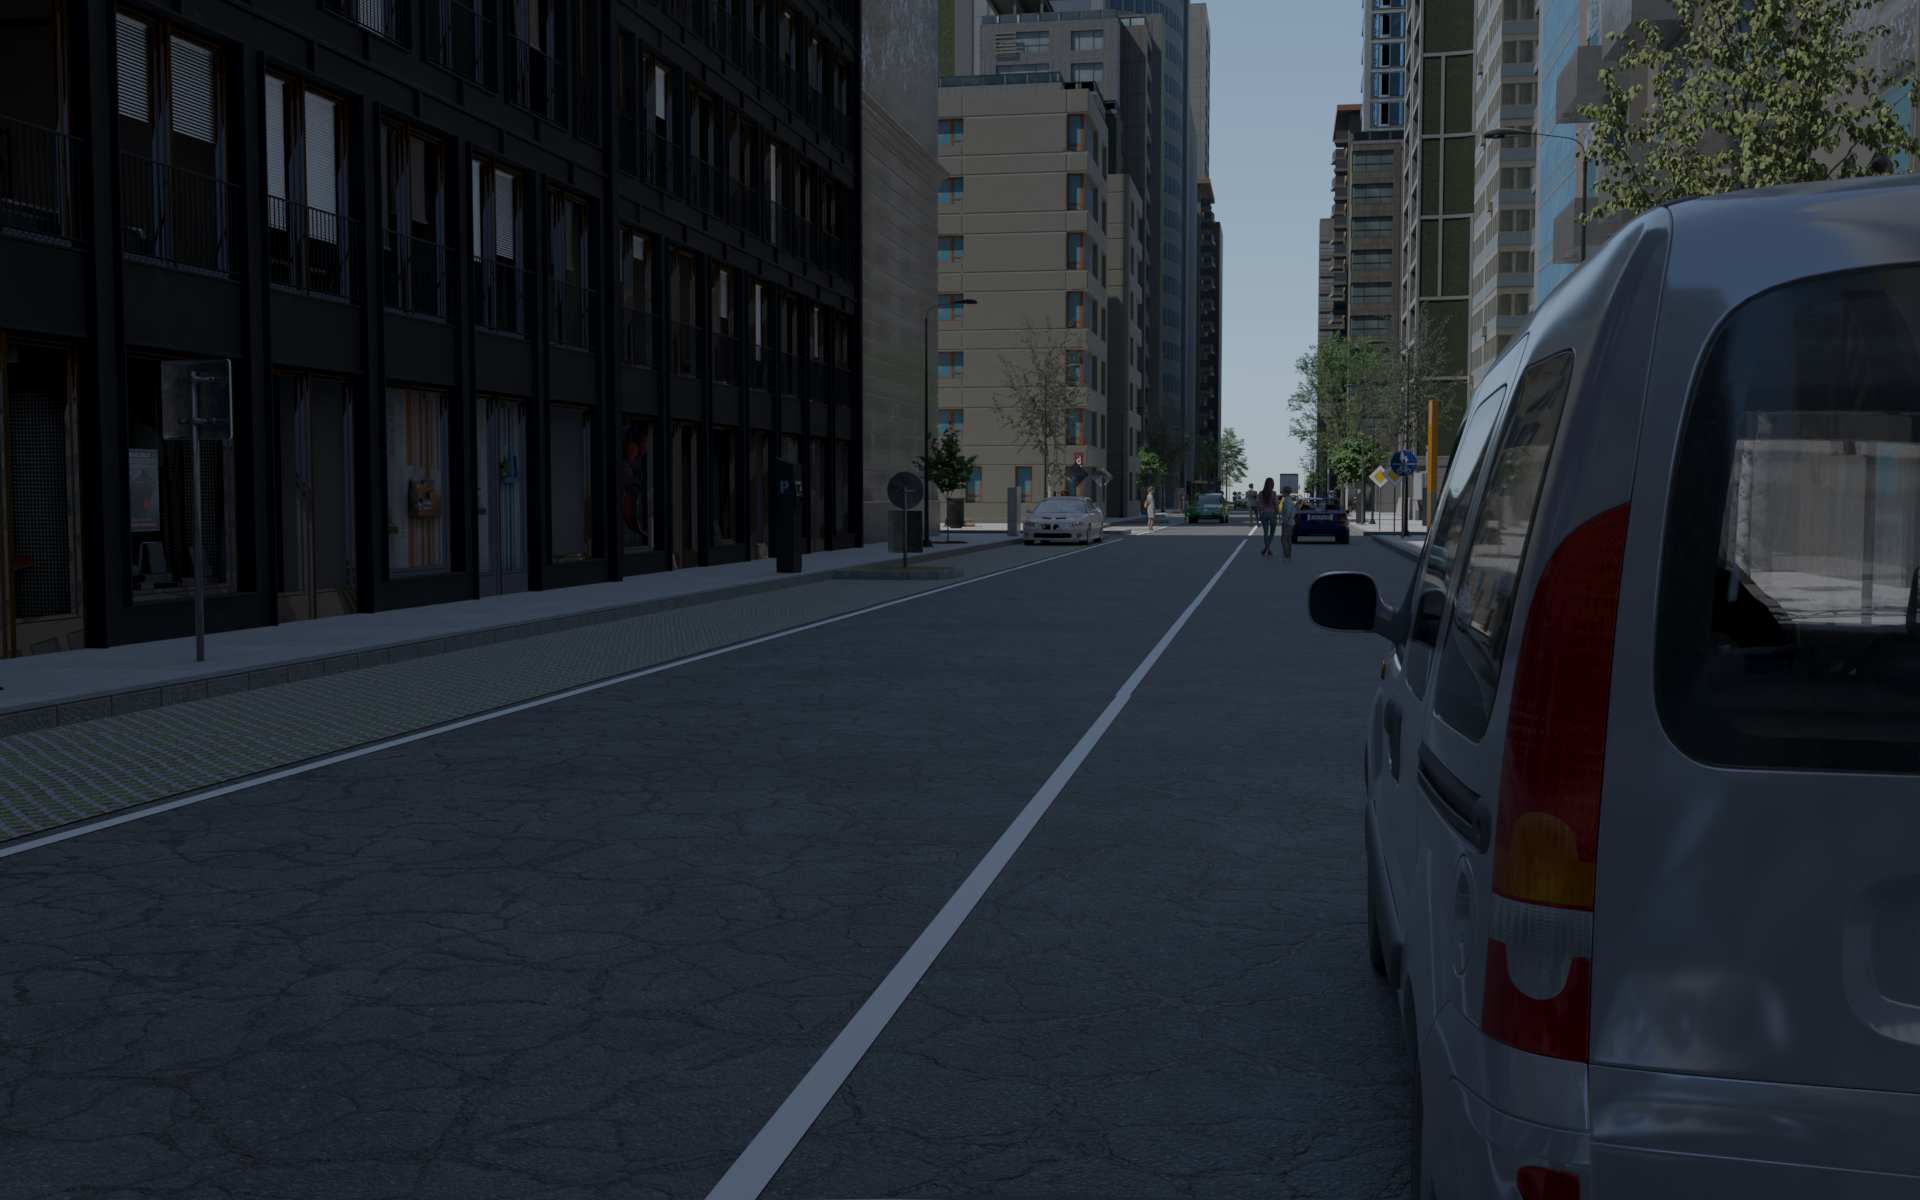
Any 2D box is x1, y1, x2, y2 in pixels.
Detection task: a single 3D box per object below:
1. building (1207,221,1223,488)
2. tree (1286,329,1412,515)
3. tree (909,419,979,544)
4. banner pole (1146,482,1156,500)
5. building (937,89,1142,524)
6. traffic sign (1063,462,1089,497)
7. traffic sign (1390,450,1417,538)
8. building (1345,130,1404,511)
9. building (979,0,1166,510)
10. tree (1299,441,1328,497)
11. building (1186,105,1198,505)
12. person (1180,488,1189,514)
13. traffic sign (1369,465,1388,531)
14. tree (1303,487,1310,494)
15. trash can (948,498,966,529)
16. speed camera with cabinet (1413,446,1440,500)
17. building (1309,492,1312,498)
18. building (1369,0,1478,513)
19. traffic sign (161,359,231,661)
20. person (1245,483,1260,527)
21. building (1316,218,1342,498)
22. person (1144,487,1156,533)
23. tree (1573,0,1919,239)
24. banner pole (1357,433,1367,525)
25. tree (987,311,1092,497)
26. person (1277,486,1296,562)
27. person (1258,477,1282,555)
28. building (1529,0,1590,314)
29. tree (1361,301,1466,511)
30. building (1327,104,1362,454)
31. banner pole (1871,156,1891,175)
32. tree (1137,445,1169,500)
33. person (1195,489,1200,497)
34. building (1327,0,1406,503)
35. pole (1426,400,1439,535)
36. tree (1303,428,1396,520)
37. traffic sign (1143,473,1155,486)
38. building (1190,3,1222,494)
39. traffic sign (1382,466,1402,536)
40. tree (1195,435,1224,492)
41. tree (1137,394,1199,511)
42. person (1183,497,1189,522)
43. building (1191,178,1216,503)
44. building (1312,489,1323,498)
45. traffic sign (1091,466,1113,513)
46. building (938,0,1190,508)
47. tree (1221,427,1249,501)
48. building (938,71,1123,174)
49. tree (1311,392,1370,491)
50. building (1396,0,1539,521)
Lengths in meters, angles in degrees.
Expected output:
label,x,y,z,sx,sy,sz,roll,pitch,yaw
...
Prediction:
label,x,y,z,sx,sy,sz,roll,pitch,yaw
building,34.670,-38.339,276.955,14.600,45.320,14.200,1,4,10
tree,24.094,-11.153,108.111,9.928,11.665,9.643,0,3,0
tree,-0.213,-3.083,45.005,1.663,3.219,1.824,0,3,0
banner pole,13.555,-8.156,123.365,0.863,3.779,0.401,0,3,0
building,-5.483,-15.034,90.852,27.650,21.520,28.899,1,4,10
traffic sign,3.625,-3.092,54.197,0.795,2.450,0.064,1,4,10
traffic sign,12.858,-3.066,50.228,0.768,2.556,0.104,1,4,17
building,38.417,-22.513,139.782,14.160,30.474,14.107,1,4,10
building,9.502,-28.180,144.329,14.154,41.232,14.086,1,4,10
tree,44.934,-16.432,219.018,4.360,8.622,3.978,0,3,0
building,19.999,-33.645,200.202,14.600,45.320,14.200,1,4,10
person,15.345,-6.732,118.532,0.822,1.834,0.622,0,4,0
traffic sign,14.612,-3.463,60.263,0.795,2.450,0.064,1,4,10
tree,53.063,-16.487,264.167,1.663,3.219,1.824,0,3,0
trash can,-0.149,-3.234,64.537,0.748,1.137,0.748,0,3,0
speed camera with cabinet,19.727,-4.724,71.576,2.038,3.252,0.660,-2,4,-24
building,72.250,-35.692,275.437,32.217,40.220,23.993,1,4,10
building,39.684,-41.663,119.441,20.563,71.187,20.611,1,4,10
traffic sign,-5.823,-0.678,13.217,0.606,2.300,0.079,1,4,15
person,12.723,-4.122,75.254,0.648,1.900,0.474,1,4,12
building,60.153,-35.065,256.901,14.154,41.232,14.086,1,4,10
person,7.092,-3.350,64.282,0.522,1.701,0.512,-1,4,-10
tree,8.165,-4.125,17.805,4.737,8.622,4.395,0,3,0
banner pole,16.704,-5.007,71.879,0.401,3.779,0.863,1,4,9
tree,3.407,-7.237,68.690,4.360,8.622,3.978,0,3,0
person,6.928,-1.614,36.692,0.330,1.601,0.589,2,4,34
person,7.242,-1.955,40.473,0.555,1.821,0.388,1,4,16
building,29.824,-25.355,64.666,14.200,45.320,14.600,1,4,10
tree,17.373,-7.139,67.078,4.360,8.622,3.978,0,3,0
building,52.142,-32.803,190.953,22.147,44.769,28.867,1,4,10
banner pole,6.831,-1.417,13.178,0.401,3.779,0.863,0,4,1
tree,12.232,-8.087,115.928,4.285,4.588,4.351,0,3,0
person,14.836,-6.023,107.538,0.480,1.755,0.524,1,4,18
building,46.171,-51.799,159.589,22.319,86.520,31.000,1,4,10
pole,10.263,-2.678,37.625,0.158,3.312,0.155,0,3,0
tree,19.848,-6.249,85.882,4.285,4.588,4.351,0,3,0
traffic sign,11.580,-6.492,106.257,0.768,2.556,0.104,1,4,19
building,28.967,-50.233,259.553,20.563,71.187,20.611,1,4,10
traffic sign,13.153,-2.983,52.412,0.795,2.450,0.064,1,4,10
tree,29.862,-15.911,210.508,4.737,8.622,4.395,0,3,0
tree,15.700,-11.120,132.177,4.360,8.622,3.978,0,3,0
person,11.862,-4.743,90.297,0.590,1.304,0.306,-1,4,-14
building,23.226,-35.550,235.874,22.147,44.769,28.867,1,4,10
building,65.338,-33.299,236.322,32.217,40.220,23.993,1,4,10
traffic sign,5.084,-3.572,62.048,0.795,2.450,0.064,1,4,10
building,10.490,-38.109,165.089,21.231,58.520,28.212,1,4,10
tree,45.189,-22.928,292.994,7.486,12.596,7.792,0,3,0
building,3.817,-21.469,122.723,14.160,30.474,14.107,1,4,10
tree,27.208,-10.635,124.238,4.737,8.622,4.395,0,3,0
building,39.135,-24.136,86.512,32.217,40.220,23.993,1,4,10
